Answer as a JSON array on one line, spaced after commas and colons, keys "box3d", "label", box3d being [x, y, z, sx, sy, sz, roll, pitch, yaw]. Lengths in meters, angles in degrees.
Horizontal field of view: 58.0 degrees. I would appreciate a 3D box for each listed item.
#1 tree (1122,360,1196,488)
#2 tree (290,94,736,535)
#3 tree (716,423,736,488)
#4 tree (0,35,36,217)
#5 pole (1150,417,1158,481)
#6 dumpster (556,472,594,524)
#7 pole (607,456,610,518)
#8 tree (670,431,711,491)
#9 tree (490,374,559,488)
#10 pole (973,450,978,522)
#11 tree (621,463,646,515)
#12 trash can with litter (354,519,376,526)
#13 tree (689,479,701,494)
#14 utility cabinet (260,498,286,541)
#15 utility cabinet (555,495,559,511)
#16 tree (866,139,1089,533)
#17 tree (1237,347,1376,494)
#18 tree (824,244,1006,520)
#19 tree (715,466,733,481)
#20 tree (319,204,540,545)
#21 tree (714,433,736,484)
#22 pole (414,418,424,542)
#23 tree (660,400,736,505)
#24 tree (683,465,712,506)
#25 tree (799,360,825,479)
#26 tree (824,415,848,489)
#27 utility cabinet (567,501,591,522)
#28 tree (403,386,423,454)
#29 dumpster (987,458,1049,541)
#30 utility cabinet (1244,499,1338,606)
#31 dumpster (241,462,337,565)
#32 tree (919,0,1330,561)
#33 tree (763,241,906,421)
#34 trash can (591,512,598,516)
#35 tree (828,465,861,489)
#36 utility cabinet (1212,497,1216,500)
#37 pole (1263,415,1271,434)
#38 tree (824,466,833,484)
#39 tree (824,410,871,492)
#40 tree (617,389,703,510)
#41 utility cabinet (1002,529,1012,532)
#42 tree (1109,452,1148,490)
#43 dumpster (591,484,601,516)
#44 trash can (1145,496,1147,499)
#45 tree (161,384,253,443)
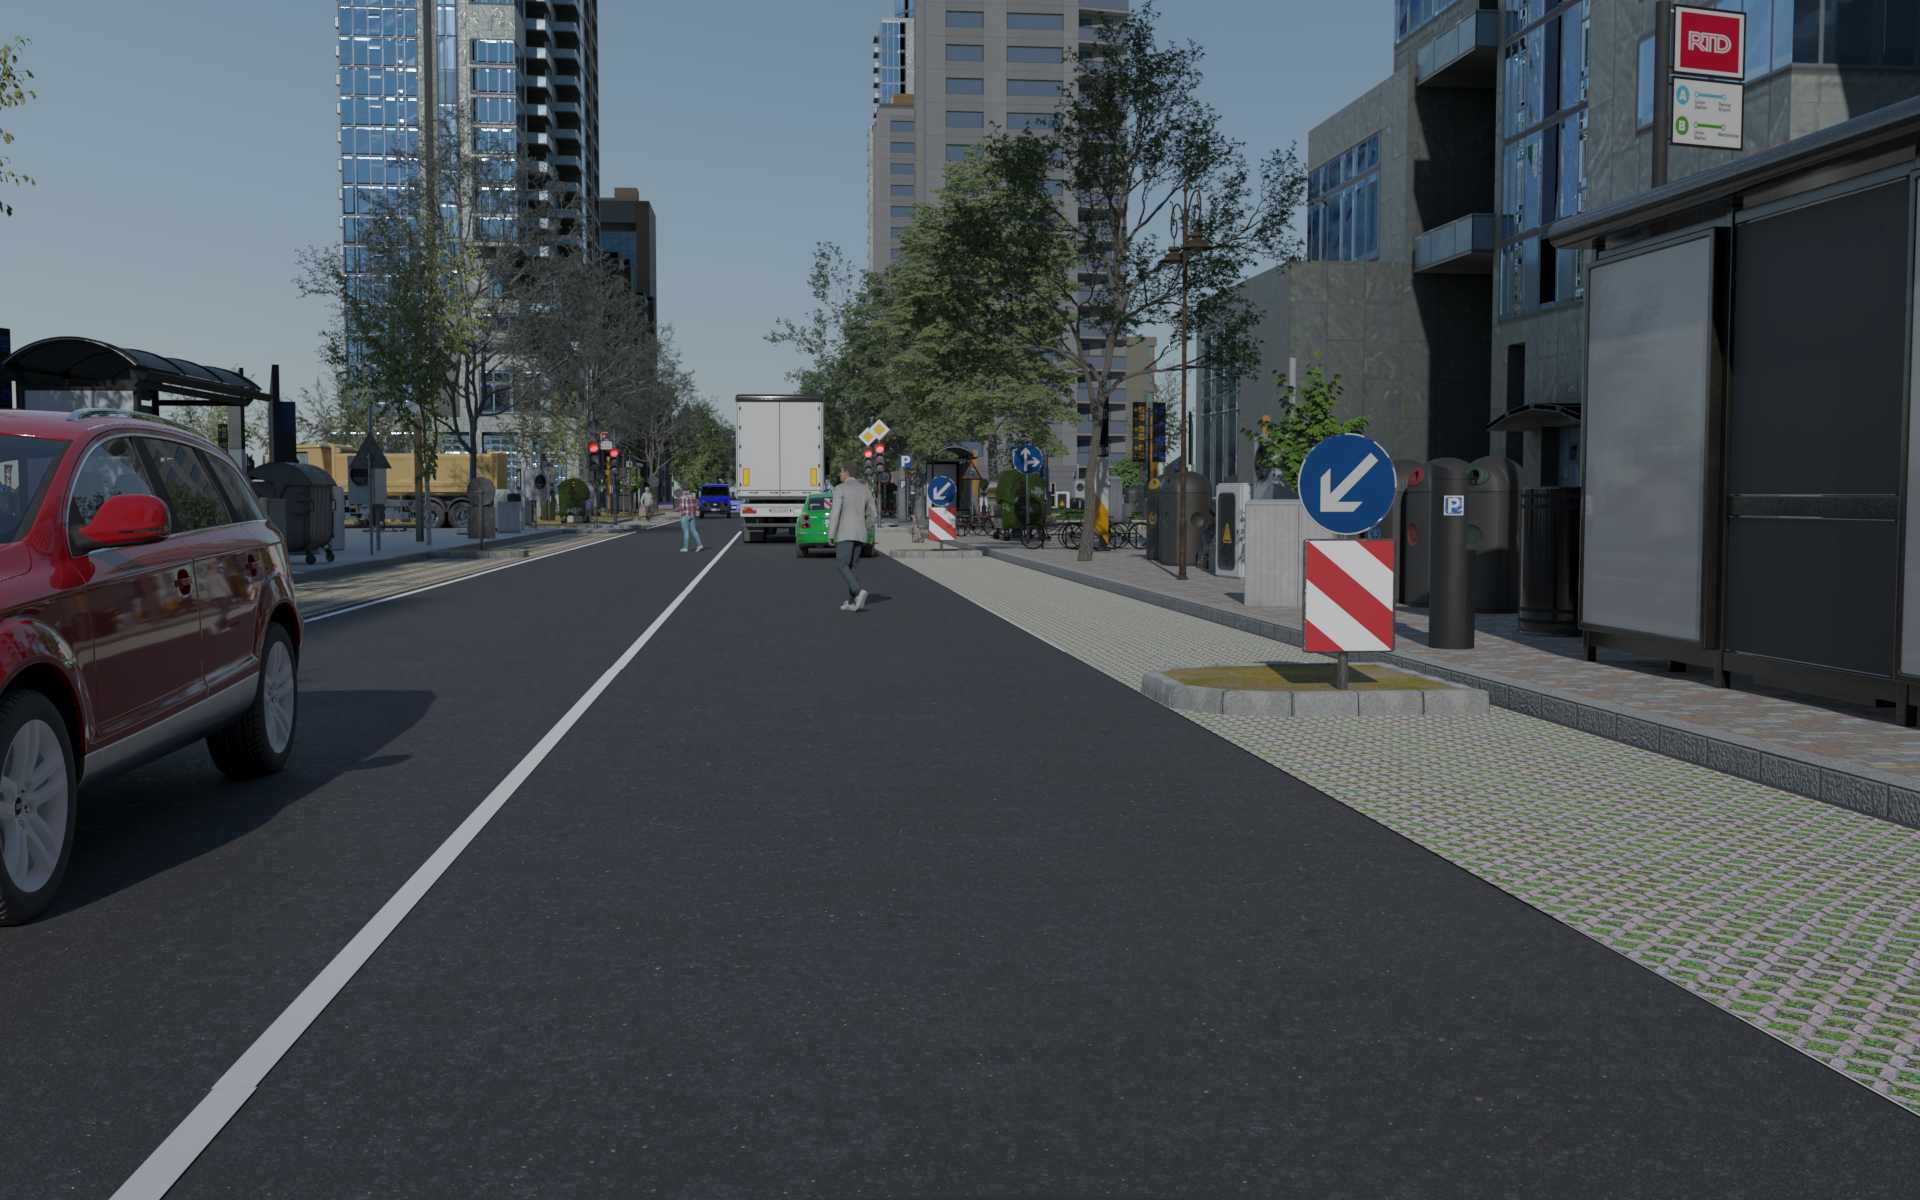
[{"box3d": [10.949, -8.839, 94.880, 4.360, 8.622, 3.978, 0, 3, 0], "label": "tree"}, {"box3d": [-15.433, -8.804, 54.314, 12.009, 13.543, 11.850, 0, 3, 0], "label": "tree"}, {"box3d": [-41.240, -24.379, 305.258, 9.857, 13.997, 8.962, 0, 3, 0], "label": "tree"}, {"box3d": [-11.317, -4.087, 17.182, 4.737, 8.622, 4.395, 0, 3, 0], "label": "tree"}, {"box3d": [5.139, -3.187, 45.950, 0.158, 3.312, 0.155, 0, 3, 0], "label": "pole"}, {"box3d": [-16.839, -4.481, 75.753, 1.502, 2.255, 1.985, 0, 4, -6], "label": "dumpster"}, {"box3d": [-19.041, -6.115, 93.822, 0.158, 3.312, 0.155, 0, 3, 0], "label": "pole"}, {"box3d": [-28.184, -14.046, 180.007, 4.737, 8.622, 4.395, 0, 3, 0], "label": "tree"}, {"box3d": [-24.351, -9.023, 97.882, 4.360, 8.622, 3.978, 0, 3, 0], "label": "tree"}, {"box3d": [0.710, -5.255, 79.755, 0.158, 3.312, 0.155, 0, 3, 0], "label": "pole"}, {"box3d": [-20.499, -6.929, 107.898, 1.663, 3.219, 1.824, 0, 3, 0], "label": "tree"}, {"box3d": [-24.069, -3.606, 70.352, 0.624, 1.170, 1.055, 1, 4, 21], "label": "trash can with litter"}, {"box3d": [-28.676, -11.695, 185.809, 1.663, 3.219, 1.824, 0, 3, 0], "label": "tree"}, {"box3d": [-11.591, -1.107, 29.255, 0.306, 1.237, 1.020, -2, 4, -28], "label": "utility cabinet"}, {"box3d": [-31.182, -7.486, 133.553, 1.020, 1.237, 0.306, 2, 4, 25], "label": "utility cabinet"}, {"box3d": [0.705, -8.436, 56.062, 7.486, 12.596, 7.792, 0, 3, 0], "label": "tree"}, {"box3d": [4.735, -1.733, 22.935, 1.663, 3.219, 1.824, 0, 3, 0], "label": "tree"}, {"box3d": [-2.076, -10.981, 86.188, 9.857, 13.997, 8.962, 0, 3, 0], "label": "tree"}, {"box3d": [-37.492, -19.908, 259.904, 7.601, 10.594, 8.767, 2, 4, 28], "label": "tree"}, {"box3d": [-13.573, -5.680, 43.238, 4.737, 8.622, 4.395, 0, 3, 0], "label": "tree"}, {"box3d": [-40.700, -22.323, 290.727, 9.928, 11.665, 9.643, 0, 3, 0], "label": "tree"}, {"box3d": [-14.568, -3.228, 46.627, 0.158, 3.312, 0.155, 0, 3, 0], "label": "pole"}, {"box3d": [-31.627, -17.815, 208.289, 9.611, 12.733, 9.660, 0, 3, 0], "label": "tree"}, {"box3d": [-29.325, -12.852, 193.840, 4.285, 4.588, 4.351, 0, 3, 0], "label": "tree"}, {"box3d": [-9.847, -15.148, 154.317, 9.857, 13.997, 8.962, 0, 3, 0], "label": "tree"}, {"box3d": [-15.833, -17.147, 206.107, 9.928, 11.665, 9.643, 0, 3, 0], "label": "tree"}, {"box3d": [-17.242, -4.252, 78.192, 1.173, 1.500, 0.318, 1, 4, 18], "label": "utility cabinet"}, {"box3d": [-30.912, -8.773, 93.806, 4.360, 8.622, 3.978, 0, 3, 0], "label": "tree"}, {"box3d": [1.600, -2.776, 47.881, 1.502, 2.255, 1.985, 0, 4, -6], "label": "dumpster"}, {"box3d": [3.800, -0.535, 19.907, 1.020, 1.237, 0.306, 1, 4, 23], "label": "utility cabinet"}, {"box3d": [-12.347, -1.603, 31.965, 1.264, 1.857, 1.865, 0, 4, -6], "label": "dumpster"}, {"box3d": [2.641, -6.010, 32.677, 7.601, 10.594, 8.767, 3, 5, 42], "label": "tree"}, {"box3d": [-8.050, -16.828, 131.021, 12.611, 20.169, 13.585, 0, 3, 0], "label": "tree"}, {"box3d": [-21.567, -5.508, 101.703, 0.748, 1.137, 0.748, 0, 3, 0], "label": "trash can"}, {"box3d": [-11.278, -11.392, 169.978, 4.285, 4.588, 4.351, 0, 3, 0], "label": "tree"}, {"box3d": [5.729, -1.690, 38.788, 1.020, 1.237, 0.306, 1, 4, 8], "label": "utility cabinet"}, {"box3d": [7.946, -3.126, 44.959, 0.158, 3.312, 0.155, 0, 3, 0], "label": "pole"}, {"box3d": [-24.131, -22.777, 290.526, 7.486, 12.596, 7.792, 0, 3, 0], "label": "tree"}, {"box3d": [-8.733, -11.638, 140.650, 4.737, 8.622, 4.395, 0, 3, 0], "label": "tree"}, {"box3d": [-24.733, -12.748, 142.849, 7.601, 10.594, 8.767, -1, 4, -9], "label": "tree"}, {"box3d": [1.671, -2.943, 59.282, 0.306, 1.237, 1.020, 1, 4, 14], "label": "utility cabinet"}, {"box3d": [13.101, -9.190, 133.973, 4.285, 4.588, 4.351, 0, 3, 0], "label": "tree"}, {"box3d": [-21.441, -5.771, 100.122, 1.264, 1.857, 1.865, 0, 4, -6], "label": "dumpster"}, {"box3d": [12.948, -6.503, 117.983, 0.748, 1.137, 0.748, 0, 3, 0], "label": "trash can"}, {"box3d": [-45.907, -9.407, 104.161, 4.360, 8.622, 3.978, 0, 3, 0], "label": "tree"}]
